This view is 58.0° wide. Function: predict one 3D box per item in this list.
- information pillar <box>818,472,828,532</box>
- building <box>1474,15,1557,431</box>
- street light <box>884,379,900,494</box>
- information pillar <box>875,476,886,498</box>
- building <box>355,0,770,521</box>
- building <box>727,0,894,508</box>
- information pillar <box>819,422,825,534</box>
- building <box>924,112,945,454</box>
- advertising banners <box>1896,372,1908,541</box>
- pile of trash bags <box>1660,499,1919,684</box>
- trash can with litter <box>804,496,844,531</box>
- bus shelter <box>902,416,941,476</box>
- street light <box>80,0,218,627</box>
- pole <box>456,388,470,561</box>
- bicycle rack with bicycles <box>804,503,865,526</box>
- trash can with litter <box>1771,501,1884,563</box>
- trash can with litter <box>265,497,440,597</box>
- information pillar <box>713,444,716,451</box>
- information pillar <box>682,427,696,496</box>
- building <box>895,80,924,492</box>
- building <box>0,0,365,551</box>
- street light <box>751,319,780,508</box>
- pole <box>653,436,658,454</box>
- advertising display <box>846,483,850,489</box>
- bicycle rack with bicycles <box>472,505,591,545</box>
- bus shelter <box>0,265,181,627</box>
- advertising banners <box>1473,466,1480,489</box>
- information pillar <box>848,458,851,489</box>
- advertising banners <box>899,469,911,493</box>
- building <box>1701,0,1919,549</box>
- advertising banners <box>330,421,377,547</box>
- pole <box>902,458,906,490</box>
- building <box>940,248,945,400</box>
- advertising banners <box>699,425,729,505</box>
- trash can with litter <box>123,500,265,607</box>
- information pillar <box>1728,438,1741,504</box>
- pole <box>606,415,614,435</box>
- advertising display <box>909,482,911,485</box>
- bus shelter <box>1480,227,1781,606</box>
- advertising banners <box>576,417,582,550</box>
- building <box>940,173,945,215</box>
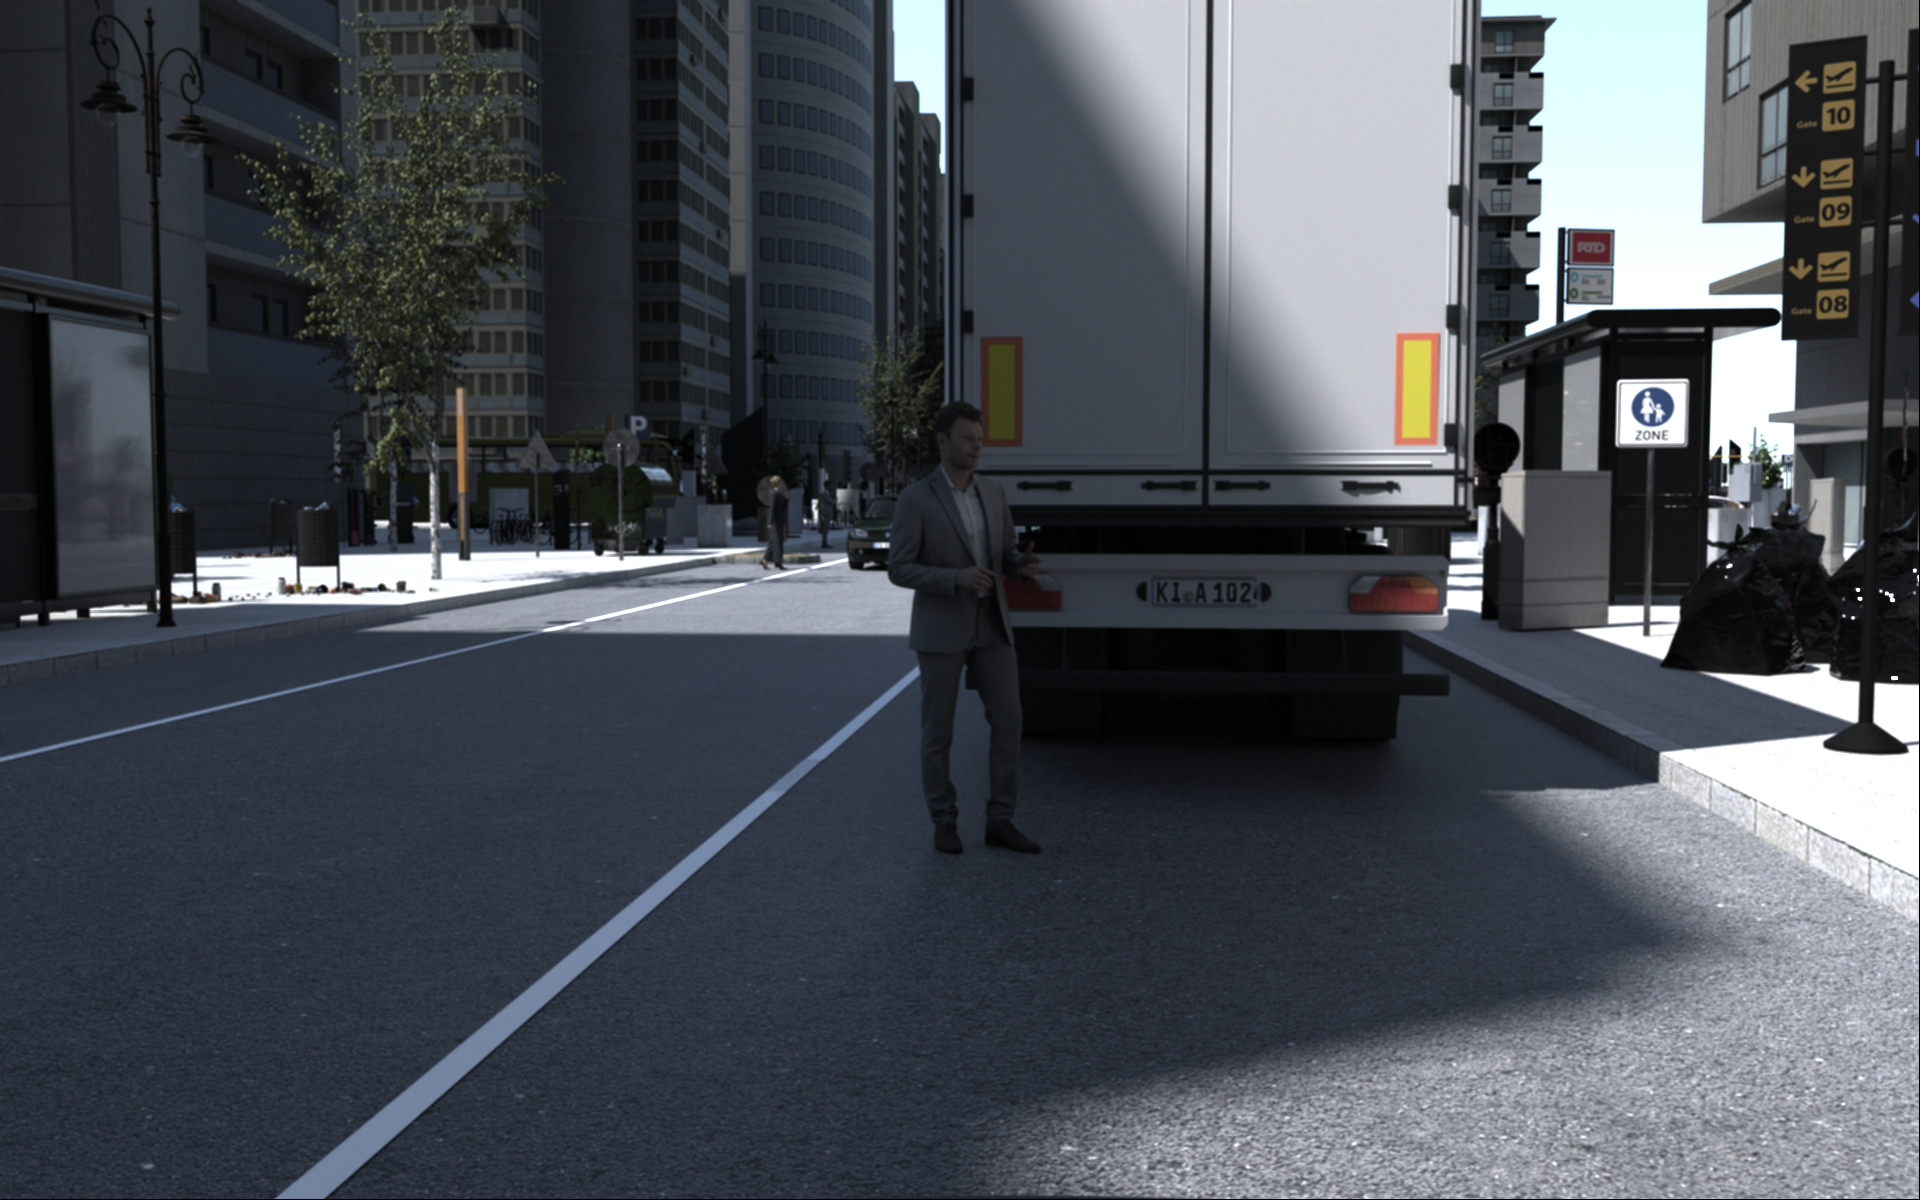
[{"bbox_3d":[-4.644,-3.309,58.601,0.304,2.012,0.304,0,4,3],"label":"information pillar"},{"bbox_3d":[47.761,-36.806,191.016,28.713,52.752,27.495,0,4,5],"label":"building"},{"bbox_3d":[-2.714,-5.939,69.896,0.468,5.910,1.993,0,4,5],"label":"street light"},{"bbox_3d":[-3.181,-3.924,68.642,0.304,2.012,0.304,-2,4,-31],"label":"information pillar"},{"bbox_3d":[-25.832,-24.547,93.230,32.217,40.220,23.993,0,4,5],"label":"building"},{"bbox_3d":[-17.072,-35.721,126.034,21.231,58.520,28.212,0,4,5],"label":"building"},{"bbox_3d":[-4.457,-3.955,56.019,0.183,3.616,0.504,1,4,10],"label":"information pillar"},{"bbox_3d":[-9.666,-30.427,181.070,14.154,41.232,14.086,0,4,5],"label":"building"},{"bbox_3d":[13.274,-1.725,24.388,0.090,3.025,2.074,2,4,30],"label":"advertising banners"},{"bbox_3d":[6.979,-0.207,13.144,3.447,1.369,1.912,-3,4,-38],"label":"pile of trash bags"},{"bbox_3d":[-4.920,-3.082,61.447,1.678,1.210,2.233,2,4,27],"label":"trash can with litter"},{"bbox_3d":[-1.639,-6.996,92.009,2.179,5.291,8.768,0,4,6],"label":"bus shelter"},{"bbox_3d":[-7.699,-2.681,16.621,0.468,5.910,1.993,0,4,5],"label":"street light"},{"bbox_3d":[-9.581,-2.420,33.404,0.158,3.312,0.155,0,3,0],"label":"pole"},{"bbox_3d":[-5.407,-3.482,70.320,2.852,0.926,2.925,0,4,-4],"label":"bicycle rack with bicycles"},{"bbox_3d":[8.404,-0.382,17.305,1.678,1.210,2.233,2,4,33],"label":"trash can with litter"},{"bbox_3d":[-7.937,-0.696,22.435,2.233,1.210,1.678,0,4,-8],"label":"trash can with litter"},{"bbox_3d":[-11.454,-5.450,80.464,0.183,3.616,0.504,-2,4,-26],"label":"information pillar"},{"bbox_3d":[-9.458,-4.229,60.504,0.504,3.616,0.183,1,4,15],"label":"information pillar"},{"bbox_3d":[-11.630,-29.574,167.133,14.154,41.232,14.086,0,4,5],"label":"building"},{"bbox_3d":[-30.616,-30.611,42.483,28.212,58.520,21.231,0,4,5],"label":"building"},{"bbox_3d":[-5.148,-4.473,45.919,0.468,5.910,1.993,0,4,5],"label":"street light"},{"bbox_3d":[-10.690,-4.103,60.930,0.158,3.312,0.155,0,3,0],"label":"pole"},{"bbox_3d":[-6.507,-5.843,100.742,0.123,1.923,0.974,0,4,3],"label":"advertising display"},{"bbox_3d":[-10.912,-1.887,44.239,2.852,0.926,2.925,1,4,22],"label":"bicycle rack with bicycles"},{"bbox_3d":[-9.880,-2.250,14.412,2.179,5.291,8.768,0,4,5],"label":"bus shelter"},{"bbox_3d":[25.652,-5.623,88.127,0.090,3.025,2.074,-3,4,-38],"label":"advertising banners"},{"bbox_3d":[-7.191,-7.381,112.026,0.183,3.616,0.504,-2,4,-33],"label":"information pillar"},{"bbox_3d":[-4.244,-7.589,120.261,2.074,3.025,0.090,-2,4,-25],"label":"advertising banners"},{"bbox_3d":[32.342,-27.084,32.057,28.713,52.752,27.495,0,4,5],"label":"building"},{"bbox_3d":[-14.803,-2.819,42.275,0.090,3.025,2.074,1,4,9],"label":"advertising banners"},{"bbox_3d":[-3.133,-6.323,97.230,0.158,3.312,0.155,0,3,0],"label":"pole"},{"bbox_3d":[-9.186,-25.934,195.718,14.160,30.474,14.107,0,4,5],"label":"building"},{"bbox_3d":[-6.387,-2.983,44.966,0.090,3.025,2.074,1,4,12],"label":"advertising banners"},{"bbox_3d":[-9.685,-0.577,20.498,2.233,1.210,1.678,0,4,-4],"label":"trash can with litter"},{"bbox_3d":[32.596,-4.990,72.944,0.504,3.616,0.183,1,4,9],"label":"information pillar"},{"bbox_3d":[-9.010,-3.110,44.688,0.158,3.312,0.155,0,3,0],"label":"pole"},{"bbox_3d":[-1.860,-4.504,78.853,0.974,1.923,0.123,1,4,18],"label":"advertising display"},{"bbox_3d":[8.585,-2.827,23.857,2.179,5.291,8.768,0,4,5],"label":"bus shelter"},{"bbox_3d":[-8.758,-2.665,39.755,0.090,3.025,2.074,-1,4,-11],"label":"advertising banners"},{"bbox_3d":[-5.786,-39.188,264.432,21.300,48.544,21.600,0,4,5],"label":"building"}]
